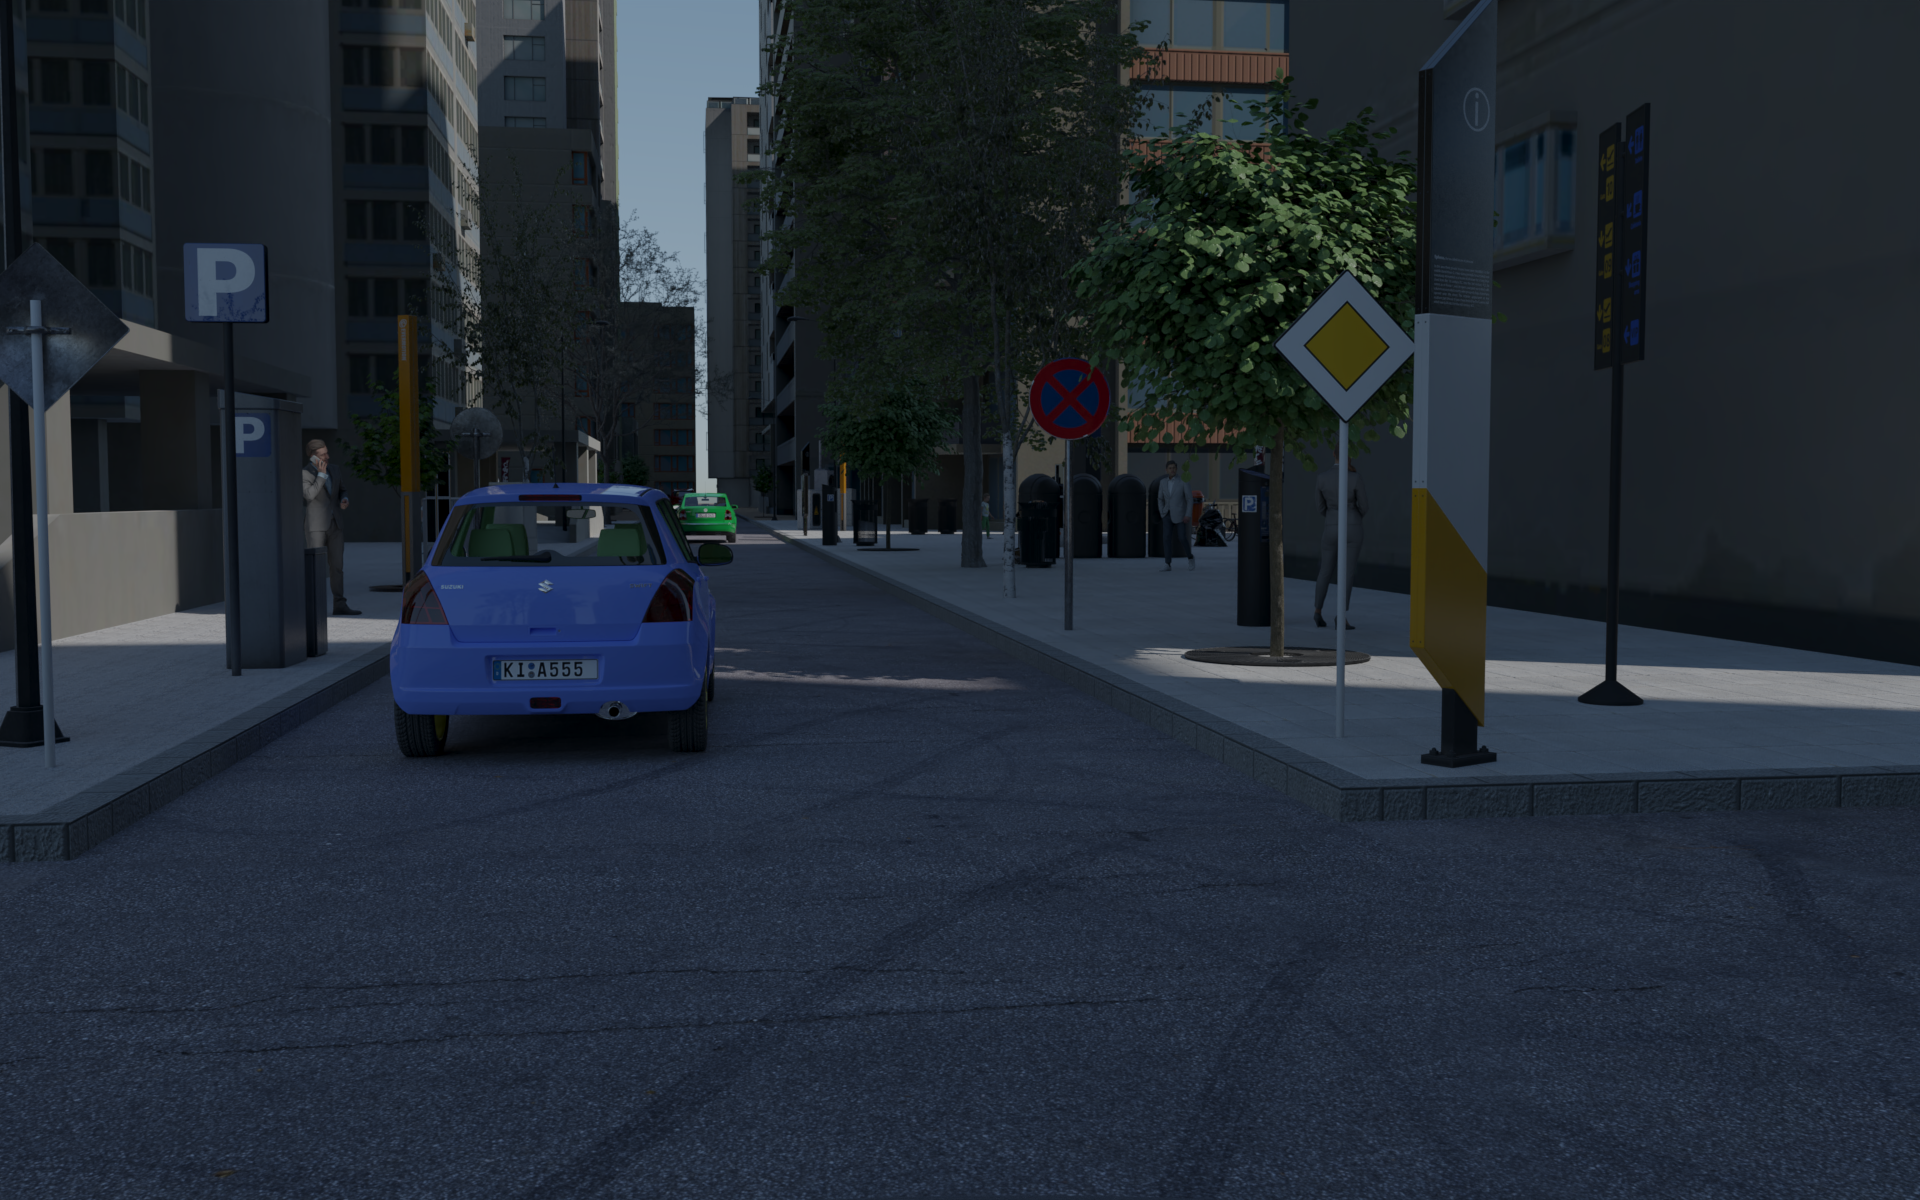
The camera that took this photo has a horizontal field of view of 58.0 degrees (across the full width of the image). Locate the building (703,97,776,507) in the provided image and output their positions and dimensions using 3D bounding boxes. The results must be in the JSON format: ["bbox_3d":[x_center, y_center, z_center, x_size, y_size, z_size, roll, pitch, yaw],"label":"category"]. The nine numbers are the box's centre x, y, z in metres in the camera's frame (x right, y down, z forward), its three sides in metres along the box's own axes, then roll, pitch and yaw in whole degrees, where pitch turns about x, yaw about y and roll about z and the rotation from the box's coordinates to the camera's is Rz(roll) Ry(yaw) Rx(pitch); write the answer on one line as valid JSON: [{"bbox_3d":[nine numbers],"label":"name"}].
[{"bbox_3d":[-18.404,-29.967,173.562,14.086,41.232,14.154,-1,4,-9],"label":"building"}]

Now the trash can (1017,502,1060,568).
[{"bbox_3d":[1.370,-1.130,30.136,0.748,1.137,0.748,0,3,0],"label":"trash can"}]

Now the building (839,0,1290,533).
[{"bbox_3d":[6.640,-25.445,70.644,22.147,44.769,28.867,-1,4,-9],"label":"building"}]

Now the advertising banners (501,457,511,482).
[{"bbox_3d":[-21.931,-5.198,81.183,0.090,3.025,2.074,3,5,42],"label":"advertising banners"}]

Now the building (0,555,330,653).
[{"bbox_3d":[-24.650,-19.862,16.624,32.217,40.220,23.993,-1,4,-9],"label":"building"}]

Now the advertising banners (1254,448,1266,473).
[{"bbox_3d":[7.928,-2.863,43.005,2.074,3.025,0.090,-3,4,-36],"label":"advertising banners"}]

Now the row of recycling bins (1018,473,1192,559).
[{"bbox_3d":[2.944,-1.702,34.948,3.534,1.692,1.069,-1,4,-8],"label":"row of recycling bins"}]

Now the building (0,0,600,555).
[{"bbox_3d":[-27.027,-21.816,48.568,32.217,40.220,23.993,-1,4,-9],"label":"building"}]

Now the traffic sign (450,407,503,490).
[{"bbox_3d":[-7.080,-1.546,25.385,0.768,2.556,0.104,0,4,-6],"label":"traffic sign"}]

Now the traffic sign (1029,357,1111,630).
[{"bbox_3d":[1.025,-0.988,16.256,0.768,2.556,0.104,0,4,0],"label":"traffic sign"}]

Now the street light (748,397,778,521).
[{"bbox_3d":[-9.481,-6.773,83.279,1.470,5.913,1.316,-1,4,-9],"label":"street light"}]

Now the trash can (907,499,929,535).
[{"bbox_3d":[-1.322,-2.627,54.611,0.748,1.137,0.748,0,3,0],"label":"trash can"}]

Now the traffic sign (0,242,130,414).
[{"bbox_3d":[-4.297,-0.361,8.095,0.795,2.593,0.064,-1,4,-9],"label":"traffic sign"}]

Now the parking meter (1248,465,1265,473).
[{"bbox_3d":[5.927,-1.790,34.970,0.255,1.863,0.399,-2,4,-32],"label":"parking meter"}]

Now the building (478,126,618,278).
[{"bbox_3d":[-33.316,-15.262,94.569,27.650,21.520,28.899,-1,4,-9],"label":"building"}]

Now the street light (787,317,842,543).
[{"bbox_3d":[-3.821,-4.466,45.559,1.470,5.913,1.316,-1,4,-9],"label":"street light"}]

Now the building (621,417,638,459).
[{"bbox_3d":[-42.730,-50.665,141.045,31.000,86.520,22.319,-1,4,-9],"label":"building"}]

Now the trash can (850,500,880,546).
[{"bbox_3d":[-2.338,-1.902,42.759,0.748,1.137,0.748,0,3,0],"label":"trash can"}]

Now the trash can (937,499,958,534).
[{"bbox_3d":[-0.405,-2.673,55.362,0.748,1.137,0.748,0,3,0],"label":"trash can"}]

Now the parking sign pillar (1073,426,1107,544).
[{"bbox_3d":[3.197,-3.449,44.861,1.447,3.967,1.447,-1,4,-19],"label":"parking sign pillar"}]

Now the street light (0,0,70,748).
[{"bbox_3d":[-4.255,-2.218,8.813,1.470,5.913,1.316,-1,4,-9],"label":"street light"}]

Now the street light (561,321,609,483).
[{"bbox_3d":[-10.094,-4.524,46.505,1.470,5.913,1.316,-1,4,-9],"label":"street light"}]

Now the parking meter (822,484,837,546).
[{"bbox_3d":[-3.258,-2.131,43.249,0.372,1.533,0.369,0,3,0],"label":"parking meter"}]

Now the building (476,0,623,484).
[{"bbox_3d":[-30.296,-26.467,116.332,14.154,41.232,14.086,-1,4,-9],"label":"building"}]

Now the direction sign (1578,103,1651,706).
[{"bbox_3d":[4.002,-1.135,10.550,0.379,3.537,0.876,0,4,4],"label":"direction sign"}]

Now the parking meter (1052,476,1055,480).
[{"bbox_3d":[2.828,-2.684,49.595,0.399,1.863,0.255,-3,4,-38],"label":"parking meter"}]

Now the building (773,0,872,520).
[{"bbox_3d":[0.858,-28.878,95.865,21.300,48.544,21.600,-1,4,-9],"label":"building"}]

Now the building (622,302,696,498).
[{"bbox_3d":[-41.760,-20.341,177.621,28.899,21.520,27.650,-1,4,-9],"label":"building"}]

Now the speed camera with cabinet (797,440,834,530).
[{"bbox_3d":[-5.236,-4.214,63.233,0.660,3.252,2.038,1,4,22],"label":"speed camera with cabinet"}]

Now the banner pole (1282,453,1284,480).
[{"bbox_3d":[7.020,-2.900,37.431,0.401,3.779,0.863,-1,4,-21],"label":"banner pole"}]

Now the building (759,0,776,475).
[{"bbox_3d":[-2.762,-33.992,145.003,28.713,52.752,27.495,-1,4,-9],"label":"building"}]

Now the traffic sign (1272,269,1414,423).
[{"bbox_3d":[2.026,-0.419,9.046,0.795,2.593,0.064,-1,4,-9],"label":"traffic sign"}]

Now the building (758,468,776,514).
[{"bbox_3d":[2.357,-26.180,119.921,32.217,40.220,23.993,-1,4,-9],"label":"building"}]

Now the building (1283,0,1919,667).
[{"bbox_3d":[16.030,-24.397,22.587,21.600,48.544,21.300,-1,4,-9],"label":"building"}]

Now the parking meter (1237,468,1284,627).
[{"bbox_3d":[2.892,-0.517,16.865,0.372,1.533,0.369,0,3,0],"label":"parking meter"}]
